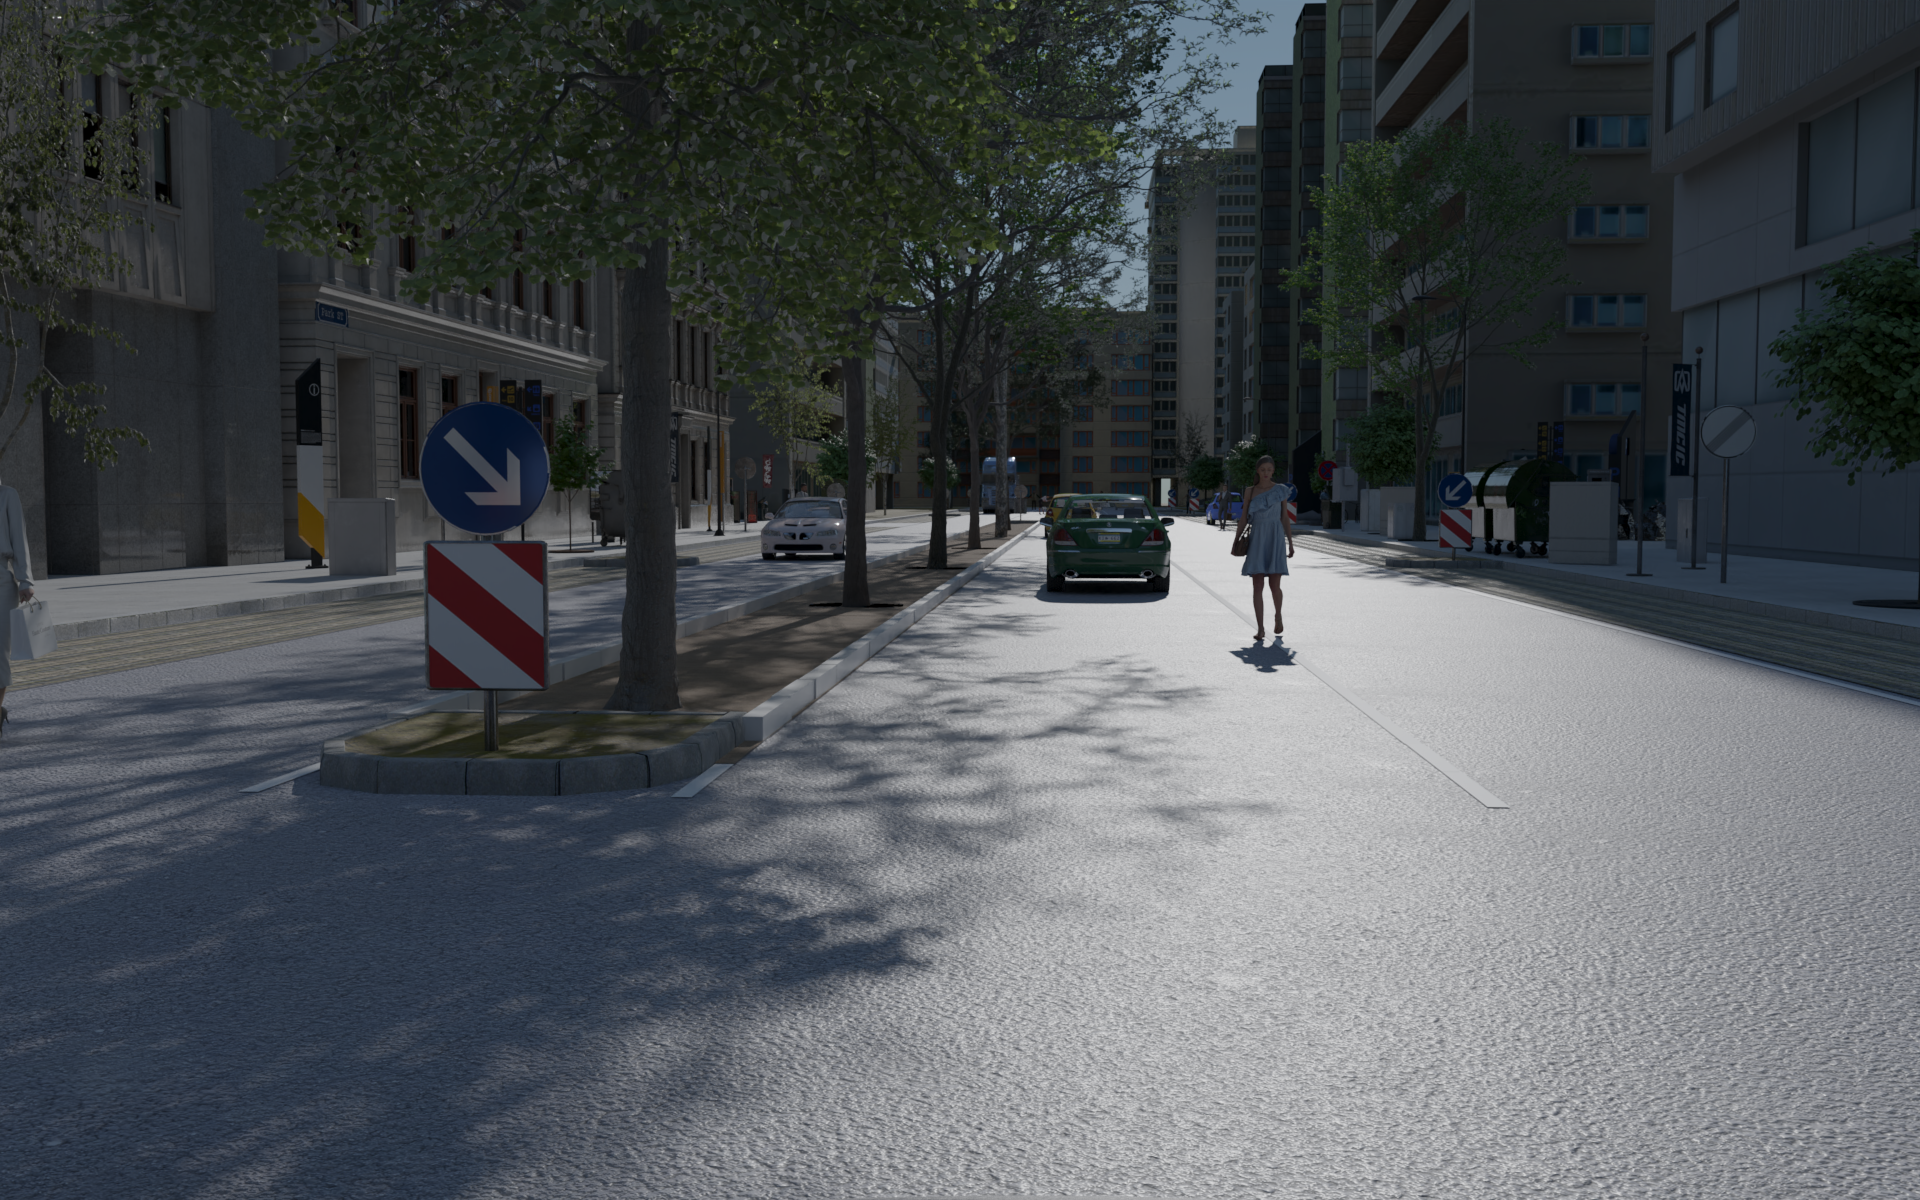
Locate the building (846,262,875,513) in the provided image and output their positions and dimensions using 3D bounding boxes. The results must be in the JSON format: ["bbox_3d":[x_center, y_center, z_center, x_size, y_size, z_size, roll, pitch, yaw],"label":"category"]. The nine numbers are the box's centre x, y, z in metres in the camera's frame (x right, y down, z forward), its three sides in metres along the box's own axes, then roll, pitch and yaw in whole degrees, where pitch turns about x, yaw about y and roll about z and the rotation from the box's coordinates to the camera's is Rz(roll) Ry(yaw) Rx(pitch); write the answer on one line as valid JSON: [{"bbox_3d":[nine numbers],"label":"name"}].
[{"bbox_3d":[-13.433,-26.343,114.302,14.154,41.232,14.086,0,4,4],"label":"building"}]

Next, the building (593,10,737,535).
[{"bbox_3d":[-14.823,-12.158,63.406,10.561,19.102,19.286,0,4,4],"label":"building"}]

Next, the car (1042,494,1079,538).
[{"bbox_3d":[3.706,-2.901,57.663,2.015,1.641,3.980,0,4,5],"label":"car"}]

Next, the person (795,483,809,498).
[{"bbox_3d":[-5.271,-3.011,58.006,0.850,1.792,0.678,3,4,38],"label":"person"}]

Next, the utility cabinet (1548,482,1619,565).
[{"bbox_3d":[11.334,-1.395,31.483,0.318,1.500,1.173,-3,5,-42],"label":"utility cabinet"}]

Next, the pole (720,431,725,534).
[{"bbox_3d":[-7.706,-3.801,55.992,0.158,3.312,0.155,0,3,0],"label":"pole"}]

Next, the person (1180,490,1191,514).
[{"bbox_3d":[15.346,-6.565,116.560,1.217,1.735,0.721,-2,4,-27],"label":"person"}]

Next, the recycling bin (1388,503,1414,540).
[{"bbox_3d":[12.590,-2.241,49.199,0.722,1.027,0.722,0,4,0],"label":"recycling bin"}]

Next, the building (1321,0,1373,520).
[{"bbox_3d":[26.114,-24.932,91.226,14.154,41.232,14.086,0,4,4],"label":"building"}]

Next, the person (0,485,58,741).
[{"bbox_3d":[-5.443,-0.054,9.734,0.694,1.780,0.624,0,4,5],"label":"person"}]

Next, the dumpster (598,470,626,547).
[{"bbox_3d":[-8.154,-2.270,42.870,1.264,1.857,1.865,0,4,4],"label":"dumpster"}]

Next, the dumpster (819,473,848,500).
[{"bbox_3d":[-5.600,-4.670,78.843,1.502,2.255,1.985,0,4,4],"label":"dumpster"}]

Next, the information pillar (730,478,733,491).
[{"bbox_3d":[-10.672,-4.625,80.106,0.304,2.012,0.304,-1,4,-16],"label":"information pillar"}]

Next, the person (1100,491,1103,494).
[{"bbox_3d":[12.623,-8.966,155.915,0.721,1.723,1.217,-1,4,-22],"label":"person"}]

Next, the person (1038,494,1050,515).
[{"bbox_3d":[5.839,-6.637,120.198,0.799,1.438,0.628,-2,4,-33],"label":"person"}]

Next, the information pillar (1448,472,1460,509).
[{"bbox_3d":[16.476,-3.262,57.825,0.304,2.012,0.304,2,4,30],"label":"information pillar"}]

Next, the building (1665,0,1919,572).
[{"bbox_3d":[27.861,-26.621,24.486,27.495,52.752,28.713,0,4,4],"label":"building"}]

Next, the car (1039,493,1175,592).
[{"bbox_3d":[2.274,-0.915,26.754,2.131,1.459,4.920,0,4,4],"label":"car"}]

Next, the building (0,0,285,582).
[{"bbox_3d":[-19.496,-12.514,22.627,12.078,24.808,19.932,0,4,4],"label":"building"}]

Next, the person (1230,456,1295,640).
[{"bbox_3d":[3.019,-0.530,17.258,0.616,1.811,0.778,1,4,22],"label":"person"}]

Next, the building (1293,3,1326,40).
[{"bbox_3d":[27.021,-20.429,105.717,14.160,30.474,14.107,0,4,4],"label":"building"}]

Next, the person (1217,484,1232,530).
[{"bbox_3d":[10.624,-3.737,69.567,0.622,1.834,0.822,1,4,19],"label":"person"}]

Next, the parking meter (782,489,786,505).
[{"bbox_3d":[-8.210,-4.483,81.701,0.372,1.533,0.369,0,3,0],"label":"parking meter"}]

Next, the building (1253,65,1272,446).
[{"bbox_3d":[27.265,-21.299,119.944,14.160,30.474,14.107,0,4,4],"label":"building"}]

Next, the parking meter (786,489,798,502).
[{"bbox_3d":[-7.569,-4.323,79.098,0.372,1.533,0.369,0,3,0],"label":"parking meter"}]

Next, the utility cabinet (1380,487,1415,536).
[{"bbox_3d":[13.372,-2.684,52.560,1.173,1.500,0.318,2,4,32],"label":"utility cabinet"}]

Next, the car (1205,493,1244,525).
[{"bbox_3d":[12.449,-4.364,80.936,1.945,1.707,3.694,0,4,3],"label":"car"}]

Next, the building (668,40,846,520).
[{"bbox_3d":[-18.388,-28.894,96.116,21.300,48.544,21.600,0,4,4],"label":"building"}]

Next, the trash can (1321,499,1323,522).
[{"bbox_3d":[16.427,-4.081,78.370,0.748,1.137,0.748,0,3,0],"label":"trash can"}]

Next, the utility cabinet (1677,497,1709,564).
[{"bbox_3d":[13.702,-1.301,32.430,0.306,1.237,1.020,1,4,8],"label":"utility cabinet"}]

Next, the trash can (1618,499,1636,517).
[{"bbox_3d":[19.384,-2.388,50.701,0.748,1.137,0.748,0,3,0],"label":"trash can"}]

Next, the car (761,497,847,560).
[{"bbox_3d":[-3.295,-1.647,39.293,2.083,1.381,4.827,0,4,4],"label":"car"}]

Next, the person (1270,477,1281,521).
[{"bbox_3d":[7.135,-1.907,39.704,0.581,1.822,0.654,2,4,24],"label":"person"}]

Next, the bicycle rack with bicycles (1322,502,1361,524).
[{"bbox_3d":[16.772,-3.833,76.045,2.852,0.926,2.925,0,4,1],"label":"bicycle rack with bicycles"}]

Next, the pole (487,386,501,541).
[{"bbox_3d":[-8.823,-2.383,32.800,0.158,3.312,0.155,0,3,0],"label":"pole"}]

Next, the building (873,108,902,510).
[{"bbox_3d":[-17.303,-27.613,143.350,23.993,40.220,32.217,0,4,4],"label":"building"}]

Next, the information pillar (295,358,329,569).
[{"bbox_3d":[-11.129,-2.344,29.687,0.183,3.616,0.504,2,4,30],"label":"information pillar"}]

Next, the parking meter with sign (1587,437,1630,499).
[{"bbox_3d":[19.806,-3.515,53.735,1.738,3.016,0.543,1,4,17],"label":"parking meter with sign"}]

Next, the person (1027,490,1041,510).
[{"bbox_3d":[6.789,-9.195,158.926,1.348,1.812,0.705,0,4,-1],"label":"person"}]

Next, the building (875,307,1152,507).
[{"bbox_3d":[5.390,-20.784,184.853,28.899,21.520,27.650,0,4,4],"label":"building"}]

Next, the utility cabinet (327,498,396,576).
[{"bbox_3d":[-9.427,-0.988,27.319,1.020,1.237,0.306,1,4,12],"label":"utility cabinet"}]

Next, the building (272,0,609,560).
[{"bbox_3d":[-16.798,-12.664,43.208,11.583,22.565,21.152,0,4,4],"label":"building"}]

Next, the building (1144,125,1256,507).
[{"bbox_3d":[32.043,-30.166,185.096,23.993,40.220,32.217,0,4,4],"label":"building"}]

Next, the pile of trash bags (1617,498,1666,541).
[{"bbox_3d":[18.413,-2.386,48.766,1.912,1.369,3.447,-3,5,-41],"label":"pile of trash bags"}]

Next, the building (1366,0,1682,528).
[{"bbox_3d":[28.836,-27.184,68.168,21.300,48.544,21.600,0,4,4],"label":"building"}]

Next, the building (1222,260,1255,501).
[{"bbox_3d":[36.464,-18.107,141.094,27.650,21.520,28.899,0,4,4],"label":"building"}]

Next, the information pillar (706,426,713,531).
[{"bbox_3d":[-8.647,-4.182,59.733,0.183,3.616,0.504,0,4,-3],"label":"information pillar"}]
